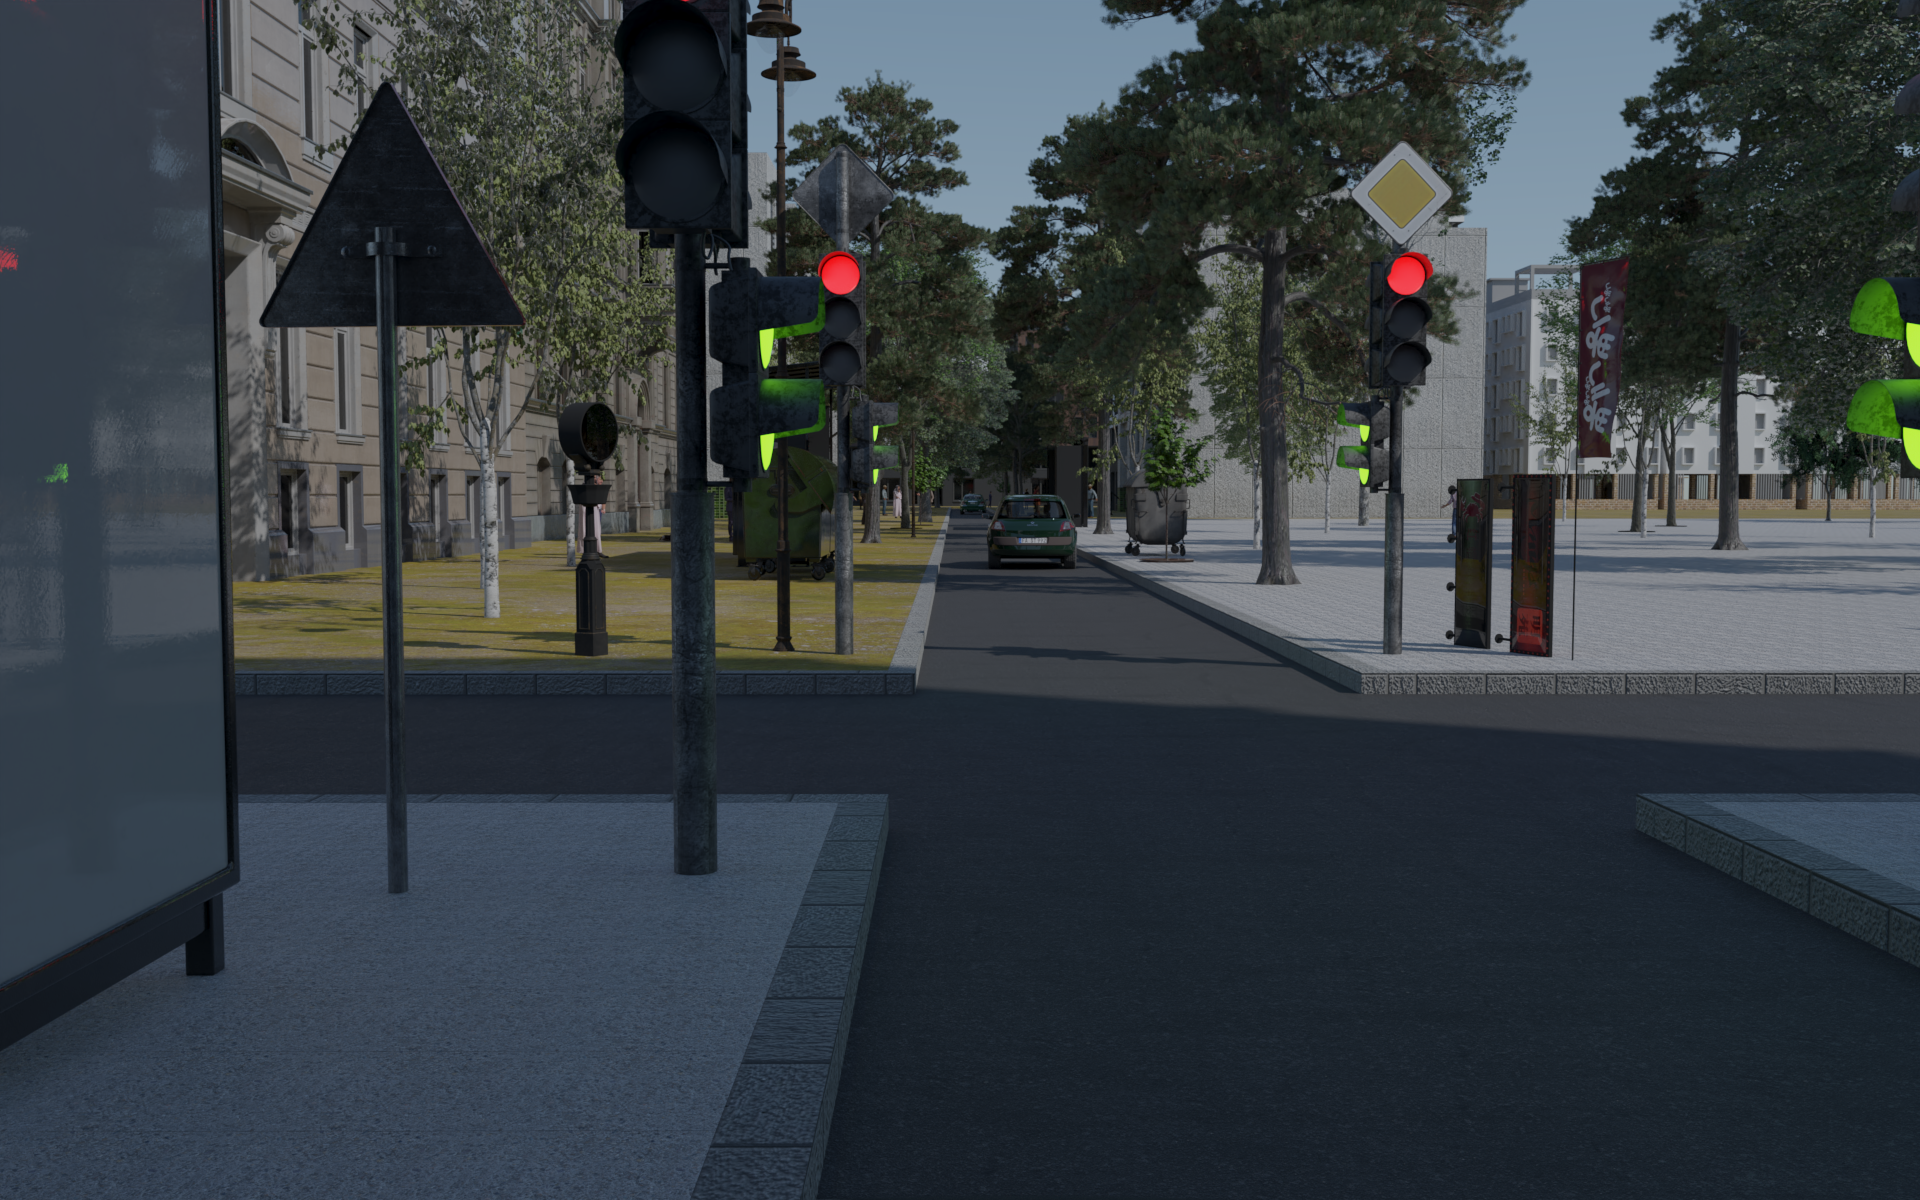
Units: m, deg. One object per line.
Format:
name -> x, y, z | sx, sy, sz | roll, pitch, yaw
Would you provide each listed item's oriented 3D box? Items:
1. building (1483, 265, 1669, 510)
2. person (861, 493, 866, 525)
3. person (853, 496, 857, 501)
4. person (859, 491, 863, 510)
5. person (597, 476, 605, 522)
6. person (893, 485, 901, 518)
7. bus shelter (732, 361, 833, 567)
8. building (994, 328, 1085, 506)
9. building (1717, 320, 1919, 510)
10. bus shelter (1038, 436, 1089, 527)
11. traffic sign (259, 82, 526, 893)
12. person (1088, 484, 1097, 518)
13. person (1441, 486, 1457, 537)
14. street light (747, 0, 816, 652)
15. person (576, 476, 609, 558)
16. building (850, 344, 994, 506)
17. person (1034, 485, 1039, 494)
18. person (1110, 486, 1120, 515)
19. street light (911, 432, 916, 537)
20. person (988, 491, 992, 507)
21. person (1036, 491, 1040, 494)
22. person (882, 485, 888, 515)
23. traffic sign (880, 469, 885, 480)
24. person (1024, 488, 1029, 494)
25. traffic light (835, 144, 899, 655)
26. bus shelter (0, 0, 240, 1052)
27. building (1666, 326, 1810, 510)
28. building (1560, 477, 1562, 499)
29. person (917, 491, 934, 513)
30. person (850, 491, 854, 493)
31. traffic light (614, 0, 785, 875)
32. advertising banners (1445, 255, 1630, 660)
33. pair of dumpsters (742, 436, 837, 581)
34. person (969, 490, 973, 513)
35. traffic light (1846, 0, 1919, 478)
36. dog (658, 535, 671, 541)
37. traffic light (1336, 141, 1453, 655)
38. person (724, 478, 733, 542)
building -> 51.940, -17.926, 149.516 | 11.380, 20.091, 16.016 | 0, 4, 0
person -> -3.790, -4.016, 72.505 | 0.742, 1.727, 0.445 | 0, 4, 3
person -> -6.374, -5.483, 95.711 | 1.348, 1.822, 0.705 | -2, 4, -24
person -> -8.076, -8.298, 141.816 | 0.705, 1.812, 1.348 | 0, 4, -3
person -> -7.557, -1.776, 36.024 | 0.436, 1.711, 0.756 | 2, 4, 33
person -> -3.285, -5.190, 91.573 | 0.621, 1.740, 0.551 | 2, 4, 29
bus shelter -> -3.168, -2.580, 33.463 | 1.731, 3.624, 6.357 | 0, 4, 0
building -> 20.807, -21.404, 193.924 | 32.646, 21.610, 27.936 | 0, 4, 0
building -> 75.113, -17.933, 149.626 | 11.380, 20.091, 16.016 | 0, 4, 0
bus shelter -> 4.151, -4.790, 69.603 | 1.731, 3.624, 6.357 | 0, 3, 0
traffic sign -> -1.813, -0.337, 5.515 | 0.884, 2.594, 0.081 | 0, 4, 7
person -> 7.061, -5.380, 94.086 | 0.705, 1.814, 1.350 | -3, 4, -36
person -> 13.868, -2.454, 48.127 | 0.963, 1.587, 0.435 | 0, 4, 4
street light -> -1.441, -2.521, 14.000 | 0.468, 5.910, 1.993 | 0, 4, 0
person -> -7.335, -1.698, 34.479 | 0.621, 1.740, 0.551 | 0, 4, 0
building -> -11.843, -21.476, 195.112 | 32.646, 21.610, 27.936 | 0, 4, 0
person -> 6.328, -8.577, 146.219 | 0.705, 1.831, 1.348 | 2, 4, 24
person -> 9.088, -6.076, 105.404 | 1.348, 1.821, 0.705 | 2, 4, 29
street light -> -1.379, -4.790, 51.106 | 0.468, 5.910, 1.993 | 0, 4, 0
person -> 2.958, -9.724, 168.401 | 0.530, 1.710, 0.541 | 1, 4, 10
person -> 4.304, -5.303, 96.006 | 0.557, 1.426, 1.065 | -1, 4, -21
person -> -4.521, -6.006, 104.331 | 0.705, 1.814, 1.350 | 0, 4, 5
traffic sign -> -3.410, -4.246, 69.534 | 0.768, 2.556, 0.104 | 0, 4, 1
person -> 5.449, -8.396, 143.842 | 0.721, 1.766, 1.217 | 3, 5, 42
traffic light -> -0.908, -1.499, 13.759 | 0.839, 4.213, 0.868 | 0, 4, 0
bus shelter -> -2.750, -1.383, 0.248 | 2.179, 5.291, 8.768 | 0, 4, 0
building -> 63.320, -17.933, 149.619 | 11.380, 20.091, 16.016 | 0, 4, 0
building -> 51.213, -14.872, 185.307 | 28.070, 9.664, 9.099 | 0, 4, 0
person -> -1.822, -5.165, 91.017 | 0.617, 1.759, 0.750 | 3, 5, 45
person -> -5.433, -4.607, 84.605 | 0.421, 1.427, 0.697 | 2, 4, 35
traffic light -> -0.881, -1.011, 5.774 | 0.839, 4.213, 0.868 | 0, 4, 0
advertising banners -> 4.543, -1.074, 13.751 | 0.090, 3.025, 2.074 | -1, 4, -20
pair of dumpsters -> -2.643, -1.534, 27.578 | 1.574, 2.255, 4.436 | 0, 4, 0
person -> 0.853, -7.595, 133.472 | 0.721, 1.735, 1.217 | 3, 5, 42
traffic light -> 3.480, -1.013, 5.805 | 0.839, 4.213, 0.868 | 0, 4, 0
dog -> -7.872, -1.794, 47.073 | 0.550, 0.427, 0.748 | -2, 4, -33
traffic light -> 3.453, -1.501, 13.790 | 0.839, 4.213, 0.868 | 0, 4, 0
person -> -5.973, -2.448, 46.511 | 0.568, 1.767, 0.683 | 3, 5, 42
